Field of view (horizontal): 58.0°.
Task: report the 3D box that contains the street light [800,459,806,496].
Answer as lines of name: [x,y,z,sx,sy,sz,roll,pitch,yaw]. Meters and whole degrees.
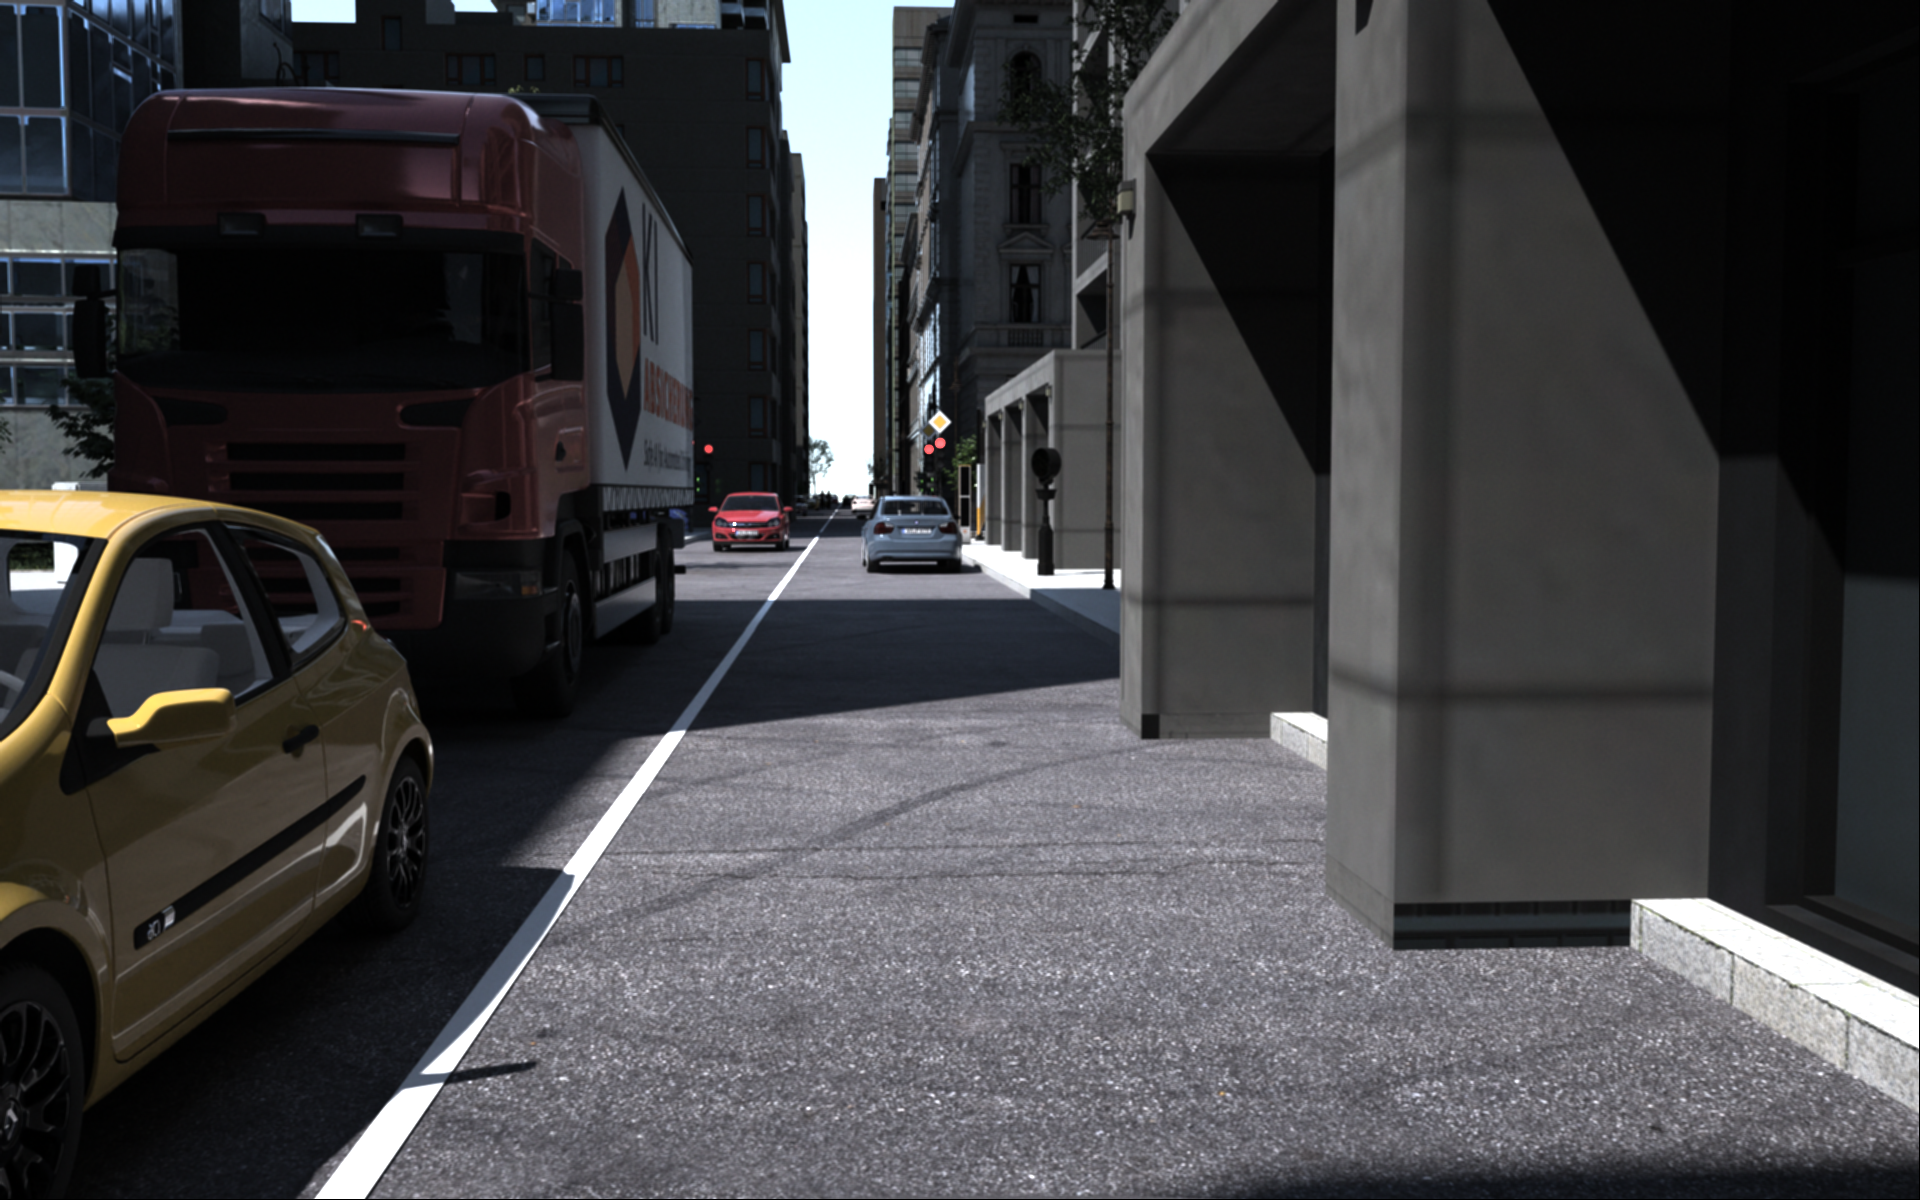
street light: [-20.273,-15.483,225.938,0.468,5.910,1.993,0,4,-4]

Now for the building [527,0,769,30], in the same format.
building: [-26.723,-51.436,153.646,22.319,86.520,31.000,0,4,-4]

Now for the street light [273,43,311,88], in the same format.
street light: [-6.880,-2.788,18.378,0.468,5.910,1.993,0,4,-4]

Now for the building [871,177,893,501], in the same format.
building: [-5.007,-36.018,239.007,14.600,45.320,14.200,0,4,-4]

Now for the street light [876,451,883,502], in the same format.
street light: [-8.317,-12.819,182.377,0.468,5.910,1.993,0,4,-4]

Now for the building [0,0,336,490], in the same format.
building: [-32.021,-44.827,45.596,31.000,86.520,22.319,0,4,-4]

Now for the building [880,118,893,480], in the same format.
building: [2.707,-35.616,201.934,23.786,49.044,30.456,0,4,-4]

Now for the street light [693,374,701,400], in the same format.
street light: [-9.956,-5.697,65.940,0.468,5.910,1.993,0,4,-4]

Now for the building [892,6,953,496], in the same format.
building: [1.130,-28.516,149.831,14.154,41.232,14.086,0,4,-4]

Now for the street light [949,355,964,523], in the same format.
street light: [-0.133,-5.196,57.737,0.468,5.910,1.993,0,4,-4]

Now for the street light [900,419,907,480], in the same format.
street light: [-3.449,-8.159,106.179,0.468,5.910,1.993,0,4,-4]

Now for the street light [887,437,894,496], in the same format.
street light: [-6.016,-10.695,147.652,0.468,5.910,1.993,0,4,-4]

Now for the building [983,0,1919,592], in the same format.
building: [11.479,-36.342,32.447,20.563,71.187,20.611,0,4,-4]

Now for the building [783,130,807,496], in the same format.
building: [-31.642,-37.281,233.244,21.300,48.544,21.600,0,4,-4]

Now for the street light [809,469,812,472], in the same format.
street light: [-22.525,-17.582,260.248,0.468,5.910,1.993,0,4,-4]

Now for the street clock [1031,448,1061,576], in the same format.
street clock: [1.353,-1.387,27.250,0.358,2.002,0.471,-3,4,-37]

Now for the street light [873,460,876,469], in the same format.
street light: [-10.462,-14.926,216.833,0.468,5.910,1.993,0,4,-4]

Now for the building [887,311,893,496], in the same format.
building: [6.902,-20.038,172.658,27.650,21.520,28.899,0,4,-4]

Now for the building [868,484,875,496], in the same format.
building: [0.858,-36.527,289.102,32.217,40.220,23.993,0,4,-4]

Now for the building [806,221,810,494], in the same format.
building: [-29.168,-34.751,251.775,14.154,41.232,14.086,0,4,-4]

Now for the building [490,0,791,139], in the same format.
building: [-32.580,-36.366,183.826,28.713,52.752,27.495,0,4,-4]

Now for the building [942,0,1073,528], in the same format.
building: [9.518,-14.807,70.973,19.941,23.489,11.050,0,4,-4]

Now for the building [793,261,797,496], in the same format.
building: [-26.745,-26.554,205.851,14.160,30.474,14.107,0,4,-4]

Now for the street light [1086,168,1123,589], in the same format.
street light: [2.012,-3.086,23.241,0.468,5.910,1.993,0,4,-4]

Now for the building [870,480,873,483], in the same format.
building: [-1.658,-39.256,261.441,23.786,49.044,30.456,0,4,-4]

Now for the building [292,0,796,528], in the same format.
building: [-21.782,-14.268,78.320,27.650,21.520,28.899,0,4,-4]

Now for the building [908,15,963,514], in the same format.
building: [3.917,-17.987,91.349,12.463,27.353,25.104,0,4,-4]

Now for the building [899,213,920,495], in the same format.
building: [2.087,-17.052,114.957,11.583,22.565,21.152,0,4,-4]

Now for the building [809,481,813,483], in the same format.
building: [-35.469,-40.034,274.167,23.786,49.044,30.456,0,4,-4]

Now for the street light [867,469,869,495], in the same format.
street light: [-13.676,-17.920,265.784,0.468,5.910,1.993,0,4,-4]

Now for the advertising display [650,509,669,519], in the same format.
advertising display: [-8.916,-2.828,51.454,0.123,1.923,0.974,1,4,18]

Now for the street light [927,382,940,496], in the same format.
street light: [-1.103,-6.047,71.654,0.468,5.910,1.993,0,4,-4]

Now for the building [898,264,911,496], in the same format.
building: [1.634,-18.595,133.713,12.332,23.373,15.834,0,4,-4]
